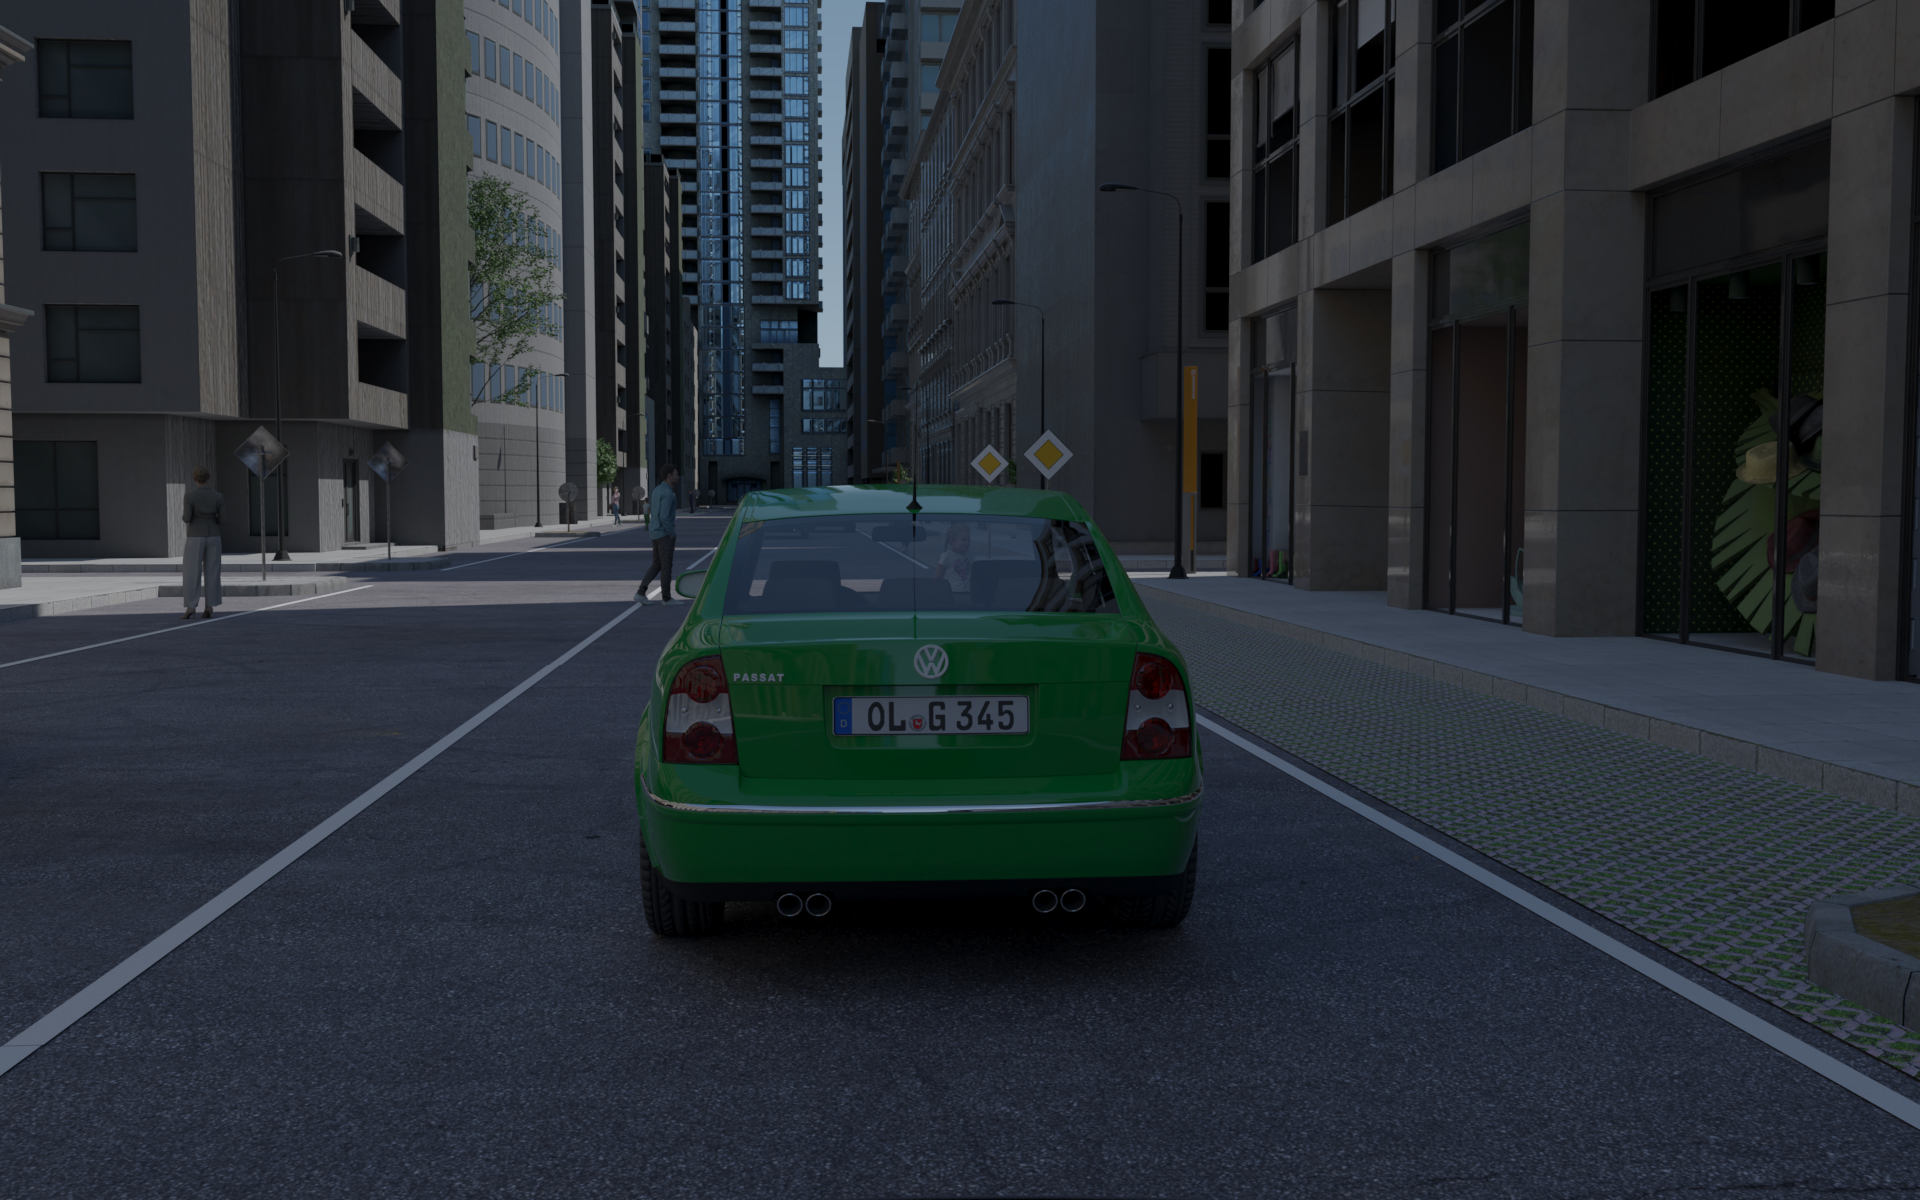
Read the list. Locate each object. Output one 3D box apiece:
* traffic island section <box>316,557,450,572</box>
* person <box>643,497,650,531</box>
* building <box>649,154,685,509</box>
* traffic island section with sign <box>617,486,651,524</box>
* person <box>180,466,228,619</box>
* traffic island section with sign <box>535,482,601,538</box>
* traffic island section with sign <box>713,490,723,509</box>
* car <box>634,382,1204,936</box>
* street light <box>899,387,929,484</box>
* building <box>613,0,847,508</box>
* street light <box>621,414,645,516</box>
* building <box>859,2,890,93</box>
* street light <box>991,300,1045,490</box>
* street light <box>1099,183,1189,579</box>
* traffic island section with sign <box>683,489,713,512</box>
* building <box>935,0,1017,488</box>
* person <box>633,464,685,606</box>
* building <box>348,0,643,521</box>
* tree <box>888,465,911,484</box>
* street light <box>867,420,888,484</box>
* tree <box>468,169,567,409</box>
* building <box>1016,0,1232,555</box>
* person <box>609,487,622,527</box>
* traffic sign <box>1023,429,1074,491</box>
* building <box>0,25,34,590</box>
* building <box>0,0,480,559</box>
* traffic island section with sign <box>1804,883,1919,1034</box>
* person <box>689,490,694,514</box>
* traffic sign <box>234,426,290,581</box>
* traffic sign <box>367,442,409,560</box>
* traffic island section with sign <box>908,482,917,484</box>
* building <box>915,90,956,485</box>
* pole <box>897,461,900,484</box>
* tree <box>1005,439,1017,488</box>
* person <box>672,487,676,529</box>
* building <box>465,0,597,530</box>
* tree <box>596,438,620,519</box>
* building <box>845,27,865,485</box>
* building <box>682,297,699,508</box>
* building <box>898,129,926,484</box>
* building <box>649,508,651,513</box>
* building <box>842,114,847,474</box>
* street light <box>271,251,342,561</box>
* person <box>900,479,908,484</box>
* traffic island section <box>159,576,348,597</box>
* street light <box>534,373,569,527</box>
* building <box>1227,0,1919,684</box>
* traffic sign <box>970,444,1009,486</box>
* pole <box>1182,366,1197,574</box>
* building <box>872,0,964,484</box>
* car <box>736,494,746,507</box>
[{"bbox_3d":[-11.077,-0.690,33.557,2.009,0.180,2.903,0,4,-6],"label":"traffic island section"},{"bbox_3d":[-12.077,-3.301,66.723,0.306,1.304,0.590,0,4,7],"label":"person"},{"bbox_3d":[-30.894,-22.909,146.262,14.160,30.474,14.107,0,4,-6],"label":"building"},{"bbox_3d":[-15.733,-4.671,85.006,1.989,1.847,2.006,0,4,-6],"label":"traffic island section with sign"},{"bbox_3d":[-8.741,-0.668,19.977,0.519,1.759,0.362,-3,5,-42],"label":"person"},{"bbox_3d":[-13.120,-3.024,58.078,1.989,1.847,2.006,0,4,-6],"label":"traffic island section with sign"},{"bbox_3d":[-23.194,-9.396,162.256,1.989,1.847,2.006,0,4,-6],"label":"traffic island section with sign"},{"bbox_3d":[-0.231,0.108,7.034,1.959,1.807,4.718,0,4,-4],"label":"car"},{"bbox_3d":[-1.935,-6.288,75.356,1.470,5.913,1.316,0,4,-6],"label":"street light"},{"bbox_3d":[-29.096,-54.291,200.324,31.000,86.520,22.319,0,4,-6],"label":"building"},{"bbox_3d":[-18.904,-7.803,100.113,1.470,5.913,1.316,0,4,-6],"label":"street light"},{"bbox_3d":[-1.858,-31.002,156.998,14.600,45.320,14.200,0,4,-6],"label":"building"},{"bbox_3d":[1.448,-4.221,41.561,1.470,5.913,1.316,0,4,-6],"label":"street light"},{"bbox_3d":[2.769,-3.274,26.066,1.470,5.913,1.316,0,4,-6],"label":"street light"},{"bbox_3d":[-20.602,-7.755,135.425,1.989,1.847,2.006,0,4,-6],"label":"traffic island section with sign"},{"bbox_3d":[5.740,-13.799,61.772,11.583,22.565,21.152,0,4,-6],"label":"building"},{"bbox_3d":[-3.876,-0.840,22.256,0.620,1.820,0.660,-2,4,-31],"label":"person"},{"bbox_3d":[-25.948,-20.098,100.307,14.160,30.474,14.107,0,4,-6],"label":"building"},{"bbox_3d":[-4.173,-7.428,116.047,1.663,3.219,1.824,0,3,0],"label":"tree"},{"bbox_3d":[-5.140,-8.349,109.047,1.470,5.913,1.316,0,4,-6],"label":"street light"},{"bbox_3d":[-15.554,-7.743,52.355,9.928,11.665,9.643,0,3,0],"label":"tree"},{"bbox_3d":[17.092,-13.651,42.264,30.058,24.678,14.314,0,4,-6],"label":"building"},{"bbox_3d":[-15.121,-4.108,76.258,0.643,1.750,0.593,-3,4,-37],"label":"person"},{"bbox_3d":[1.356,-1.407,26.650,0.795,2.450,0.064,0,4,-6],"label":"traffic sign"},{"bbox_3d":[-29.277,-12.065,16.353,34.723,24.649,14.460,0,4,-6],"label":"building"},{"bbox_3d":[-19.584,-16.373,39.394,14.160,30.474,14.107,0,4,-6],"label":"building"},{"bbox_3d":[3.510,0.241,4.682,1.989,1.847,2.006,0,4,-6],"label":"traffic island section with sign"},{"bbox_3d":[-19.681,-7.181,126.828,0.530,1.710,0.541,1,4,15],"label":"person"},{"bbox_3d":[-10.286,-1.340,25.549,0.795,2.450,0.064,0,4,-6],"label":"traffic sign"},{"bbox_3d":[-11.055,-1.826,33.497,0.795,2.450,0.064,0,4,-6],"label":"traffic sign"},{"bbox_3d":[-1.767,-3.091,59.162,1.989,1.847,2.006,0,4,-6],"label":"traffic island section with sign"},{"bbox_3d":[3.418,-14.202,81.361,9.793,20.994,18.267,0,4,-6],"label":"building"},{"bbox_3d":[-3.813,-6.948,107.437,0.158,3.312,0.155,0,3,0],"label":"pole"},{"bbox_3d":[1.903,-3.401,50.212,1.663,3.219,1.824,0,3,0],"label":"tree"},{"bbox_3d":[-11.124,-3.536,66.535,0.478,1.798,0.641,2,4,28],"label":"person"},{"bbox_3d":[-27.276,-32.299,70.082,21.231,58.520,28.212,0,4,-6],"label":"building"},{"bbox_3d":[-19.528,-6.569,91.117,4.285,4.588,4.351,0,3,0],"label":"tree"},{"bbox_3d":[-0.508,-33.717,174.979,21.300,48.544,21.600,0,4,-6],"label":"building"},{"bbox_3d":[-40.997,-19.848,169.556,28.899,21.520,27.650,0,4,-6],"label":"building"},{"bbox_3d":[2.536,-16.604,100.357,11.050,23.489,19.941,0,4,-6],"label":"building"},{"bbox_3d":[-32.716,-49.464,121.402,22.319,86.520,31.000,0,4,-6],"label":"building"},{"bbox_3d":[-6.304,-33.674,200.684,14.200,45.320,14.600,0,4,-6],"label":"building"},{"bbox_3d":[-12.502,-3.709,33.175,1.470,5.913,1.316,0,4,-6],"label":"street light"},{"bbox_3d":[-1.433,-2.061,42.383,0.709,1.800,0.728,-1,4,-9],"label":"person"},{"bbox_3d":[-10.309,-0.204,25.609,2.009,0.180,2.903,0,4,-6],"label":"traffic island section"},{"bbox_3d":[-15.733,-5.762,66.745,1.470,5.913,1.316,0,4,-6],"label":"street light"},{"bbox_3d":[15.379,-12.595,10.447,19.350,26.468,34.151,0,4,-6],"label":"building"},{"bbox_3d":[0.588,-1.893,34.598,0.795,2.450,0.064,0,4,-6],"label":"traffic sign"},{"bbox_3d":[3.690,-2.076,27.791,0.158,3.312,0.155,0,3,0],"label":"pole"},{"bbox_3d":[5.381,-31.516,134.898,23.786,49.044,30.456,0,4,-6],"label":"building"},{"bbox_3d":[-17.681,-8.143,144.943,2.131,1.459,4.920,0,4,-5],"label":"car"}]
